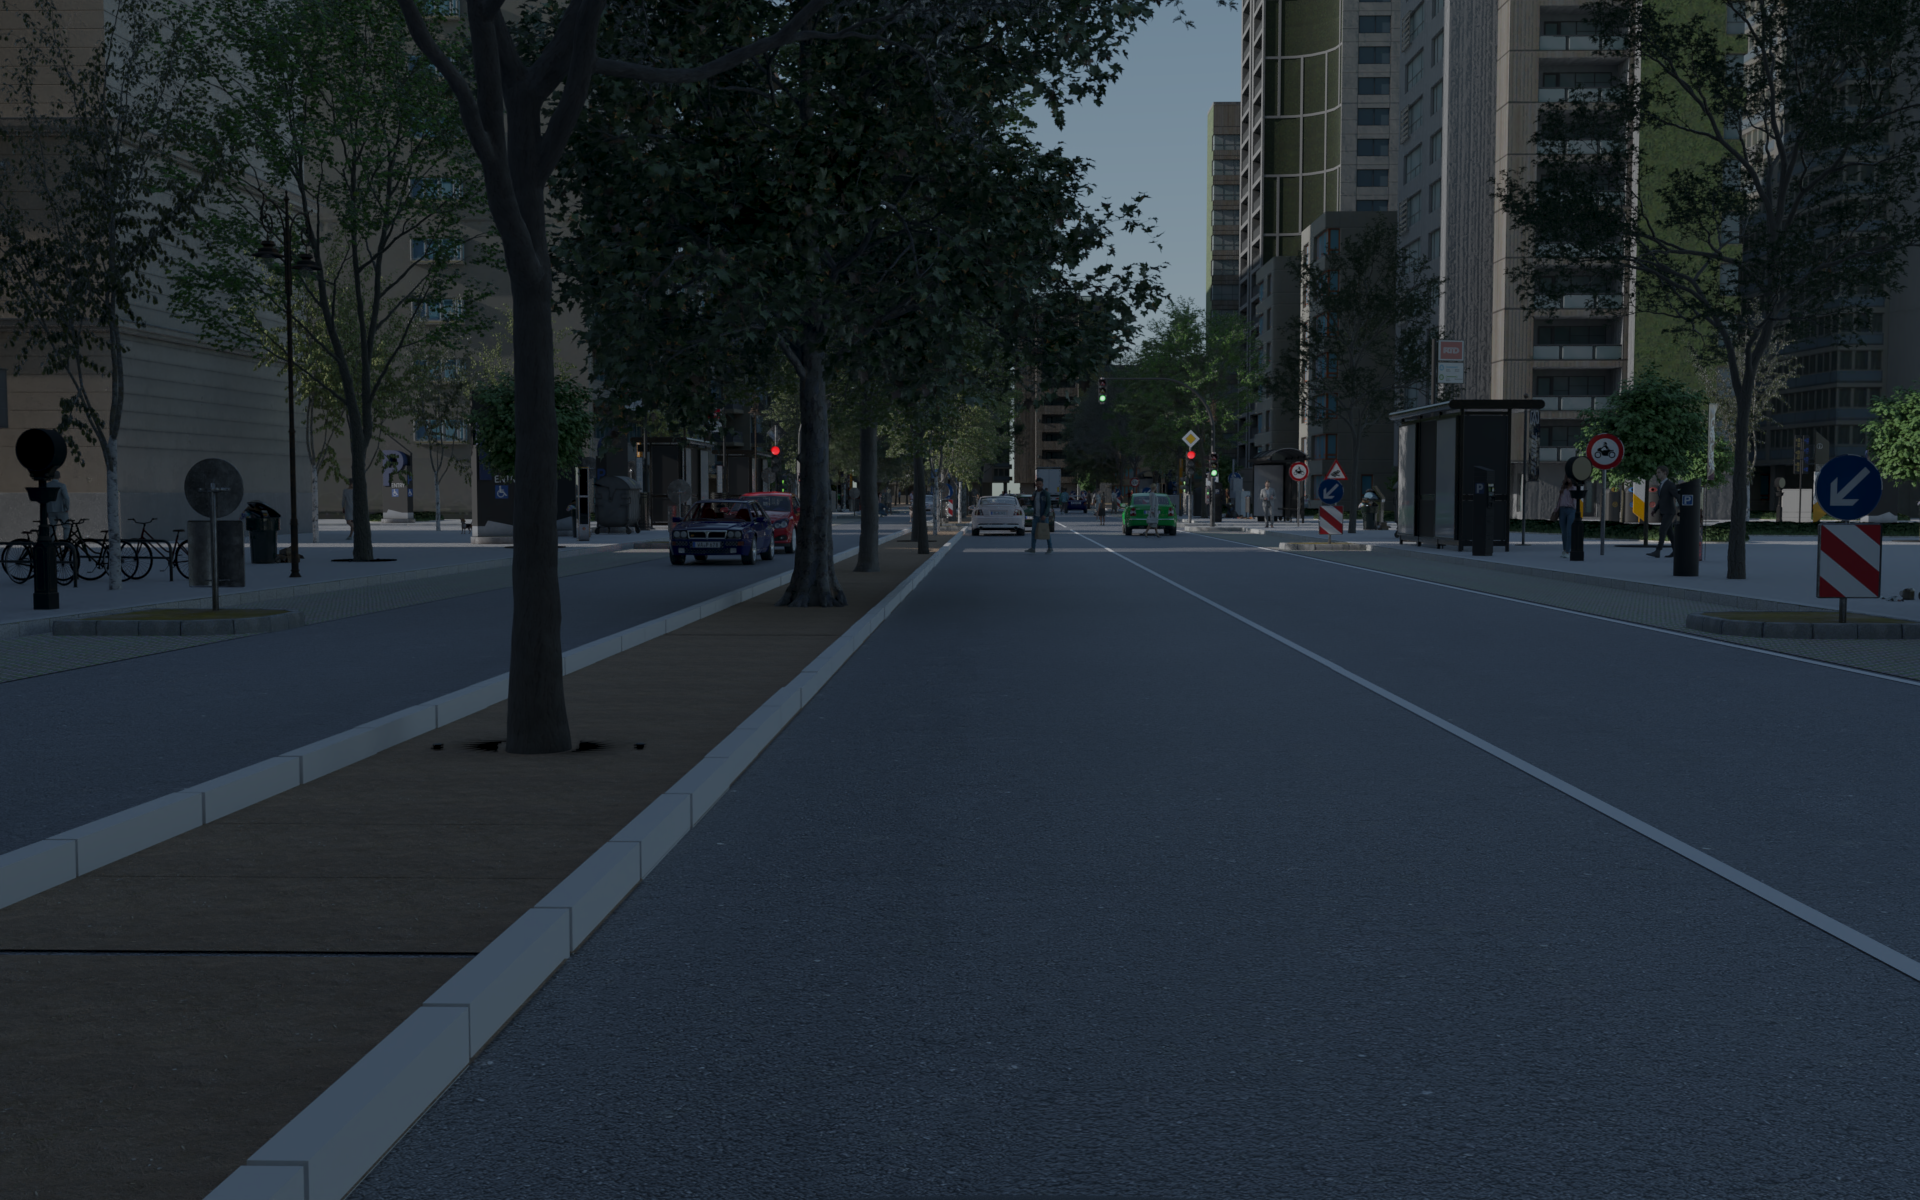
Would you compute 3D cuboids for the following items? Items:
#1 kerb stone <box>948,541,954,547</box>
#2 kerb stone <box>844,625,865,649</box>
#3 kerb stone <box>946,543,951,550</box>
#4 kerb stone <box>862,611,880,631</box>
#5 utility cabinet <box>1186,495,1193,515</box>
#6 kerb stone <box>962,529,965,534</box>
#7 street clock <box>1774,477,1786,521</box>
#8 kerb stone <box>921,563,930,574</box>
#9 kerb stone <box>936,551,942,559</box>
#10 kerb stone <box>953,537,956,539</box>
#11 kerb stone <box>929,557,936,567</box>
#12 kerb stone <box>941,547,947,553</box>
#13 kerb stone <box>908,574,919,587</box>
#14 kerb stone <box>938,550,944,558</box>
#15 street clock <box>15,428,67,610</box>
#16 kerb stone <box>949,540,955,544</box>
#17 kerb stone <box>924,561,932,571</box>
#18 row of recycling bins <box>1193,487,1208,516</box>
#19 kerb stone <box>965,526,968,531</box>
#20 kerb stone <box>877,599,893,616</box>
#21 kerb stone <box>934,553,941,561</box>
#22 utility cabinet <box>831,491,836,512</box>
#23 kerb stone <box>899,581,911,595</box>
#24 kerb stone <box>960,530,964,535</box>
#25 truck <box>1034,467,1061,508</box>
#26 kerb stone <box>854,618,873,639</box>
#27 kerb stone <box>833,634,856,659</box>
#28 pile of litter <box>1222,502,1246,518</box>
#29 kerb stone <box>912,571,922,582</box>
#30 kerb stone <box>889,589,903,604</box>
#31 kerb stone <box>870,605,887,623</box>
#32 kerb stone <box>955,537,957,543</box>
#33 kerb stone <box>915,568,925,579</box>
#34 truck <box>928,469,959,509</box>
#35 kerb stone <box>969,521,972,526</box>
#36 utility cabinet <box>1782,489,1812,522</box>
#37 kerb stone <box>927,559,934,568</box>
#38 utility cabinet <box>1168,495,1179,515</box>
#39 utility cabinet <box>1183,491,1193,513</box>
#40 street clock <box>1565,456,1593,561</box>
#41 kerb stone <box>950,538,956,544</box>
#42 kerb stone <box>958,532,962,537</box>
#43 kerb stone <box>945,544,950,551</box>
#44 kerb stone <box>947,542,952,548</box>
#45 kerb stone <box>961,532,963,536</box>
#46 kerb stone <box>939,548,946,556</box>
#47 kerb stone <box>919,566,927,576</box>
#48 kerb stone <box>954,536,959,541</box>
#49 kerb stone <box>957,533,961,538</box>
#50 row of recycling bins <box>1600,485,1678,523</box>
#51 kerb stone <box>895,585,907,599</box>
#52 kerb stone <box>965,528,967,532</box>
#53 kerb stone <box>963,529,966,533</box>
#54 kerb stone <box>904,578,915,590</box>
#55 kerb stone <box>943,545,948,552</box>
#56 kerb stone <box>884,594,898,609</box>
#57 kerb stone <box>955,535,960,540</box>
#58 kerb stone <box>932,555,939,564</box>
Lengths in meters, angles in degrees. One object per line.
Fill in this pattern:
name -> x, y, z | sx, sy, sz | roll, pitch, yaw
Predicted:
kerb stone -> -0.304, -1.383, 44.812 | 0.120, 0.150, 1.000 | 0, 4, 1
kerb stone -> -1.004, 0.374, 16.120 | 0.120, 0.150, 1.000 | 0, 4, 1
kerb stone -> -0.356, -1.256, 42.767 | 0.120, 0.150, 1.000 | 0, 4, 1
kerb stone -> -0.958, 0.251, 18.168 | 0.120, 0.150, 1.000 | 0, 4, 1
utility cabinet -> 14.301, -5.770, 105.507 | 1.020, 1.237, 0.306 | 0, 4, -4
kerb stone -> 0.006, -2.198, 58.126 | 0.120, 0.150, 1.000 | 0, 4, 1
street clock -> 35.583, -4.319, 75.181 | 0.471, 2.002, 0.358 | -2, 4, -29
kerb stone -> -0.652, -0.506, 30.468 | 0.120, 0.150, 1.000 | 0, 4, 1
kerb stone -> -0.504, -0.883, 36.625 | 0.120, 0.150, 1.000 | 0, 4, 1
kerb stone -> -0.240, -1.571, 47.880 | 0.120, 0.150, 1.000 | 0, 4, 1
kerb stone -> -0.585, -0.688, 33.554 | 0.120, 0.150, 1.000 | 0, 4, 1
kerb stone -> -0.426, -1.068, 39.696 | 0.120, 0.150, 1.000 | 0, 4, 1
kerb stone -> -0.749, -0.255, 26.366 | 0.120, 0.150, 1.000 | 0, 4, 1
kerb stone -> -0.484, -0.943, 37.649 | 0.120, 0.150, 1.000 | 0, 4, 1
street clock -> -10.173, -0.896, 19.226 | 0.471, 2.002, 0.358 | 0, 4, 7
kerb stone -> -0.281, -1.444, 45.834 | 0.120, 0.150, 1.000 | 0, 4, 1
kerb stone -> -0.634, -0.566, 31.499 | 0.120, 0.150, 1.000 | 0, 4, 1
row of recycling bins -> 14.179, -5.750, 101.130 | 1.069, 1.692, 3.534 | 1, 4, 11
kerb stone -> 0.132, -2.510, 63.240 | 0.120, 0.150, 1.000 | 0, 4, 1
kerb stone -> -0.902, 0.121, 20.225 | 0.120, 0.150, 1.000 | 0, 4, 1
kerb stone -> -0.529, -0.816, 35.602 | 0.120, 0.150, 1.000 | 0, 4, 1
utility cabinet -> -9.031, -6.866, 120.932 | 0.318, 1.500, 1.173 | 1, 4, 21
kerb stone -> -0.809, -0.130, 24.316 | 0.120, 0.150, 1.000 | 0, 4, 1
kerb stone -> -0.016, -2.135, 57.104 | 0.120, 0.150, 1.000 | 0, 4, 1
truck -> 9.309, -11.938, 184.092 | 2.839, 4.237, 11.283 | 0, 4, 1
kerb stone -> -0.986, 0.312, 17.144 | 0.120, 0.150, 1.000 | 0, 4, 1
kerb stone -> -1.032, 0.438, 15.098 | 0.120, 0.150, 1.000 | 0, 4, 1
pile of litter -> 14.661, -4.823, 92.818 | 1.176, 0.858, 1.719 | -1, 4, -15
kerb stone -> -0.731, -0.313, 27.388 | 0.120, 0.150, 1.000 | 0, 4, 1
kerb stone -> -0.859, -0.003, 22.273 | 0.120, 0.150, 1.000 | 0, 4, 1
kerb stone -> -0.935, 0.186, 19.198 | 0.120, 0.150, 1.000 | 0, 4, 1
kerb stone -> -0.215, -1.633, 48.901 | 0.120, 0.150, 1.000 | 0, 4, 1
kerb stone -> -0.704, -0.380, 28.414 | 0.120, 0.150, 1.000 | 0, 4, 1
truck -> -1.433, -11.072, 170.779 | 2.967, 4.110, 18.799 | 0, 4, 1
kerb stone -> 0.474, -3.355, 77.120 | 0.120, 0.150, 1.000 | 0, 4, 1
utility cabinet -> 37.252, -4.186, 77.126 | 1.173, 1.500, 0.318 | 1, 4, 20
kerb stone -> -0.607, -0.632, 32.525 | 0.120, 0.150, 1.000 | 0, 4, 1
utility cabinet -> 12.918, -5.756, 105.278 | 1.020, 1.237, 0.306 | 1, 4, 11
utility cabinet -> 15.043, -6.459, 114.290 | 0.318, 1.500, 1.173 | -1, 4, -10
street clock -> 11.838, -1.749, 33.175 | 0.471, 2.002, 0.358 | -1, 4, -16
kerb stone -> -0.261, -1.508, 46.855 | 0.120, 0.150, 1.000 | 0, 4, 1
kerb stone -> -0.086, -1.941, 54.026 | 0.120, 0.150, 1.000 | 0, 4, 1
kerb stone -> -0.389, -1.191, 41.746 | 0.120, 0.150, 1.000 | 0, 4, 1
kerb stone -> -0.339, -1.319, 43.790 | 0.120, 0.150, 1.000 | 0, 4, 1
kerb stone -> -0.061, -2.010, 55.060 | 0.120, 0.150, 1.000 | 0, 4, 1
kerb stone -> -0.454, -1.008, 38.674 | 0.120, 0.150, 1.000 | 0, 4, 1
kerb stone -> -0.684, -0.443, 29.439 | 0.120, 0.150, 1.000 | 0, 4, 1
kerb stone -> -0.187, -1.696, 49.930 | 0.120, 0.150, 1.000 | 0, 4, 1
kerb stone -> -0.111, -1.876, 53.005 | 0.120, 0.150, 1.000 | 0, 4, 1
row of recycling bins -> 30.420, -4.288, 77.219 | 3.534, 1.692, 1.069 | 1, 4, 21
kerb stone -> -0.829, -0.065, 23.294 | 0.120, 0.150, 1.000 | 0, 4, 1
kerb stone -> 0.079, -2.385, 61.197 | 0.120, 0.150, 1.000 | 0, 4, 1
kerb stone -> 0.038, -2.260, 59.147 | 0.120, 0.150, 1.000 | 0, 4, 1
kerb stone -> -0.783, -0.192, 25.340 | 0.120, 0.150, 1.000 | 0, 4, 1
kerb stone -> -0.415, -1.133, 40.724 | 0.120, 0.150, 1.000 | 0, 4, 1
kerb stone -> -0.883, 0.063, 21.247 | 0.120, 0.150, 1.000 | 0, 4, 1
kerb stone -> -0.156, -1.755, 50.961 | 0.120, 0.150, 1.000 | 0, 4, 1
kerb stone -> -0.551, -0.757, 34.576 | 0.120, 0.150, 1.000 | 0, 4, 1
